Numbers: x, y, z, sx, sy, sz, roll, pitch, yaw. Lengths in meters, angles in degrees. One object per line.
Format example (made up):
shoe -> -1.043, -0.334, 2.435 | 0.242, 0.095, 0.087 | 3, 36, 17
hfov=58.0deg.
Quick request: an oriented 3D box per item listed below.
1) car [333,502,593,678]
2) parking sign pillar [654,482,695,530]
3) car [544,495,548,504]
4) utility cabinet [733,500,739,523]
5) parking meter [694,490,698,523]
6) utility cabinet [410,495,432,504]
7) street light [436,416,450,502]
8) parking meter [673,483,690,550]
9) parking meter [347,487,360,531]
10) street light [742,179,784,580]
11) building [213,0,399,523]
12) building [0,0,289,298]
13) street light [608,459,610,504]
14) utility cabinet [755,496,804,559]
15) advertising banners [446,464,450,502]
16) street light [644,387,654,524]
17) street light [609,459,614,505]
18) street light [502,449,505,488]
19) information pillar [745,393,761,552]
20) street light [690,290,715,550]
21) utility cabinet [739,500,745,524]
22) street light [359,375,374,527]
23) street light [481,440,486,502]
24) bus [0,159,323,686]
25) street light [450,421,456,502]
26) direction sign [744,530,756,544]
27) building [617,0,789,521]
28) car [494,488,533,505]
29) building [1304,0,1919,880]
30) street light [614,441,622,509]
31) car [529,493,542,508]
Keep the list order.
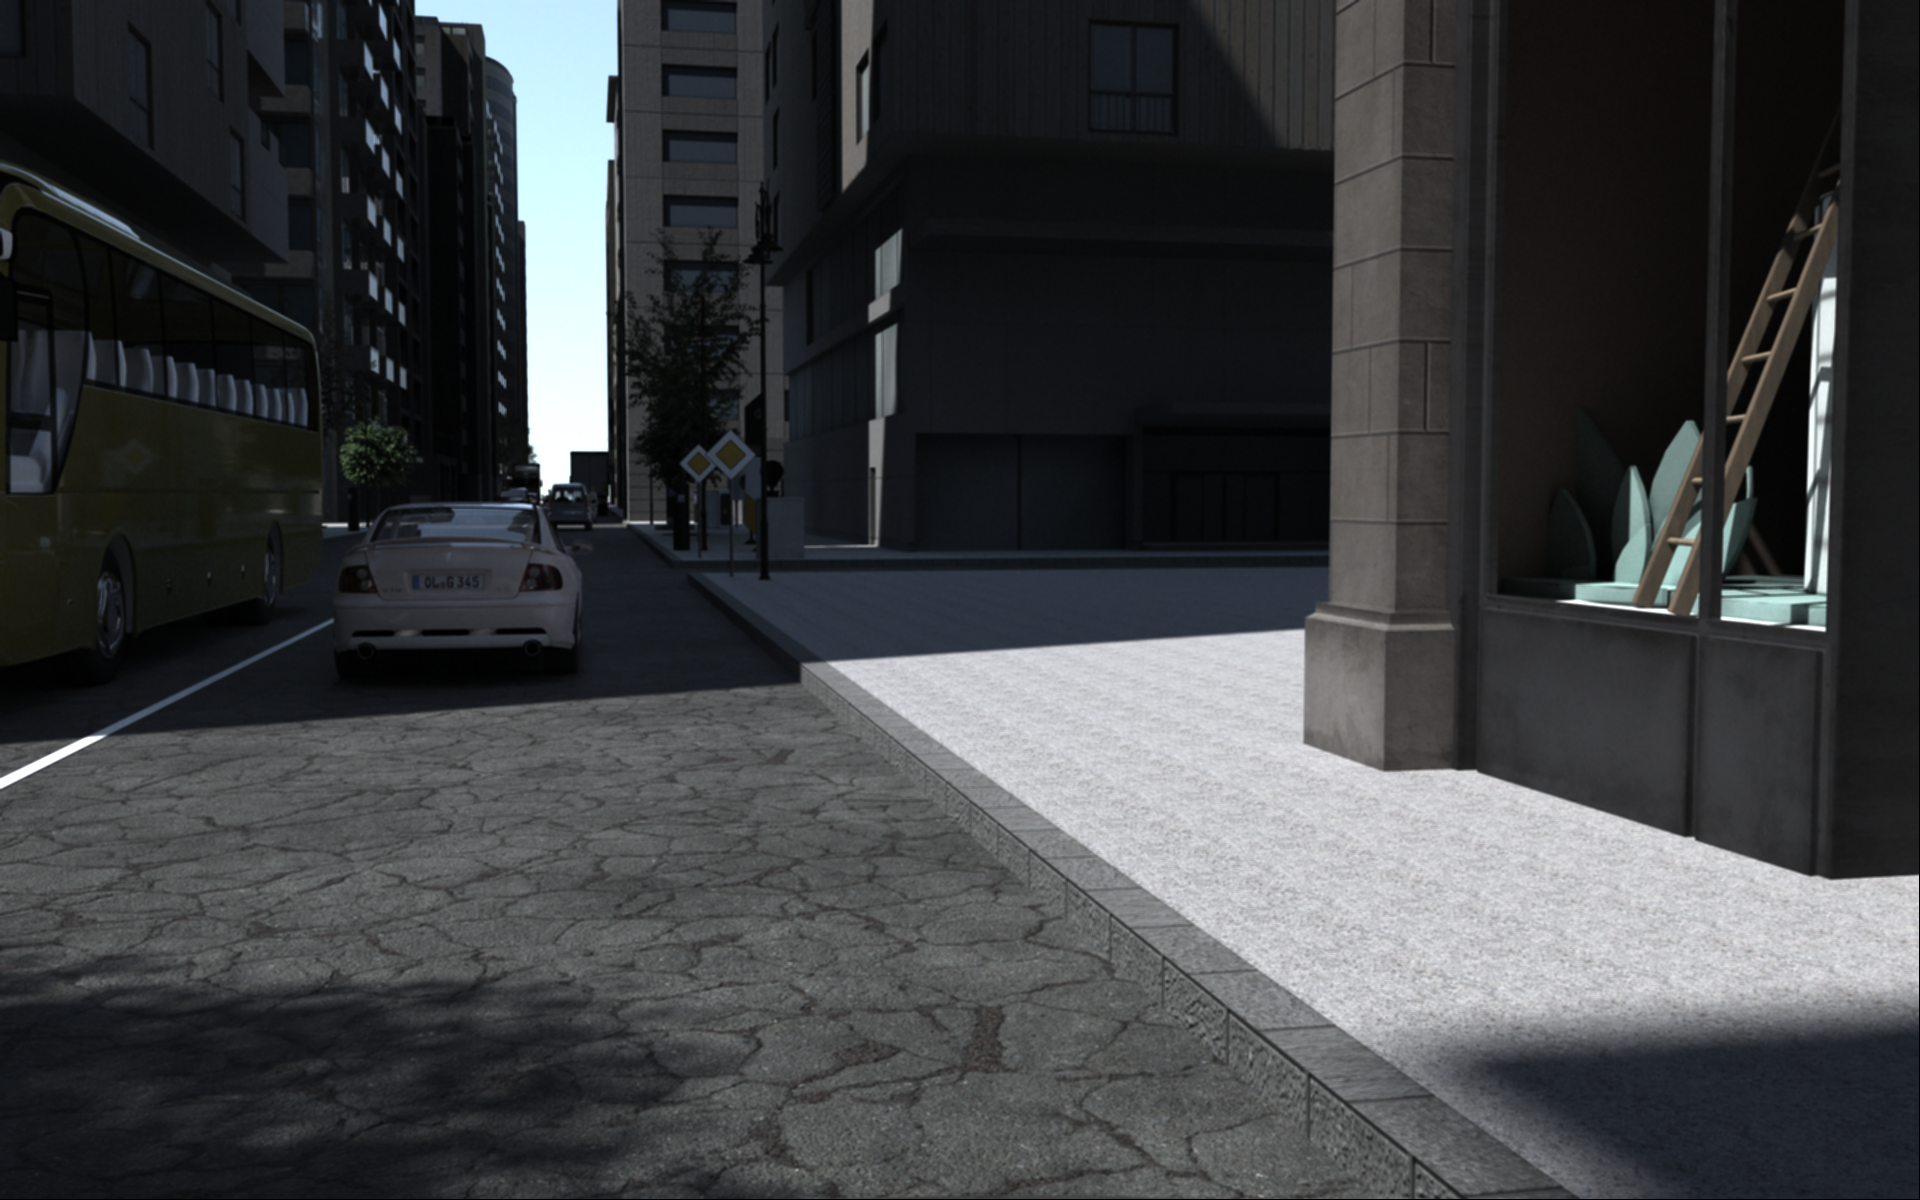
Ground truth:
car -> -4.236, -0.161, 15.000 | 2.083, 1.381, 4.827 | -1, 4, -12
parking sign pillar -> -10.256, -4.508, 62.175 | 1.447, 3.967, 1.447 | 0, 4, -1
car -> -61.053, -14.997, 257.782 | 1.945, 1.354, 3.894 | -1, 4, -10
utility cabinet -> -9.843, -4.023, 76.944 | 1.020, 1.237, 0.306 | 0, 4, -4
parking meter -> -11.589, -4.175, 76.677 | 0.372, 1.533, 0.369 | 0, 3, 0
utility cabinet -> -26.890, -4.602, 86.411 | 1.020, 1.237, 0.306 | 0, 4, 6
street light -> -30.228, -7.835, 100.891 | 0.468, 5.910, 1.993 | -1, 4, -12
parking meter -> -6.361, -1.904, 39.540 | 0.372, 1.533, 0.369 | 0, 3, 0
parking meter -> -20.885, -3.132, 59.623 | 0.372, 1.533, 0.369 | 0, 3, 0
street light -> -2.930, -3.242, 25.792 | 0.468, 5.910, 1.993 | -1, 4, -12
building -> -39.879, -28.453, 84.818 | 23.786, 49.044, 30.456 | -1, 4, -12
building -> -32.311, -27.634, 41.050 | 28.713, 52.752, 27.495 | -1, 4, -12
street light -> -39.357, -13.658, 196.094 | 0.468, 5.910, 1.993 | -1, 4, -12
utility cabinet -> -3.573, -1.420, 34.371 | 1.020, 1.237, 0.306 | -3, 5, -45
advertising banners -> -28.767, -6.189, 97.375 | 0.090, 3.025, 2.074 | -1, 4, -10
street light -> -13.124, -6.162, 73.530 | 0.468, 5.910, 1.993 | -1, 4, -12
street light -> -36.416, -12.834, 182.623 | 0.468, 5.910, 1.993 | -1, 4, -12
street light -> -46.043, -12.371, 175.050 | 0.468, 5.910, 1.993 | -1, 4, -12
information pillar -> -4.538, -2.890, 38.612 | 0.504, 3.616, 0.183 | -1, 4, -10
street light -> -5.833, -4.070, 39.333 | 0.468, 5.910, 1.993 | -1, 4, -12
utility cabinet -> -9.122, -3.867, 74.383 | 0.306, 1.237, 1.020 | 0, 4, 4
street light -> -22.761, -5.726, 66.412 | 0.468, 5.910, 1.993 | -1, 4, -12
street light -> -38.862, -10.304, 141.263 | 0.468, 5.910, 1.993 | -1, 4, -12
bus -> -8.195, -1.491, 15.930 | 2.896, 3.916, 12.252 | -1, 4, -11
street light -> -31.556, -8.239, 107.502 | 0.468, 5.910, 1.993 | -1, 4, -12
direction sign -> -5.347, -3.197, 44.276 | 0.379, 3.537, 0.876 | -1, 4, -8
building -> -8.227, -33.851, 95.456 | 21.231, 58.520, 28.212 | -1, 4, -12
car -> -26.833, -5.843, 104.208 | 2.281, 1.827, 5.304 | -1, 4, -12
building -> 6.380, -9.600, 7.865 | 10.553, 20.767, 40.483 | -1, 4, -12
street light -> -29.248, -10.767, 148.833 | 0.468, 5.910, 1.993 | -1, 4, -12
car -> -30.433, -6.893, 121.740 | 2.155, 1.783, 4.494 | -1, 4, -11
